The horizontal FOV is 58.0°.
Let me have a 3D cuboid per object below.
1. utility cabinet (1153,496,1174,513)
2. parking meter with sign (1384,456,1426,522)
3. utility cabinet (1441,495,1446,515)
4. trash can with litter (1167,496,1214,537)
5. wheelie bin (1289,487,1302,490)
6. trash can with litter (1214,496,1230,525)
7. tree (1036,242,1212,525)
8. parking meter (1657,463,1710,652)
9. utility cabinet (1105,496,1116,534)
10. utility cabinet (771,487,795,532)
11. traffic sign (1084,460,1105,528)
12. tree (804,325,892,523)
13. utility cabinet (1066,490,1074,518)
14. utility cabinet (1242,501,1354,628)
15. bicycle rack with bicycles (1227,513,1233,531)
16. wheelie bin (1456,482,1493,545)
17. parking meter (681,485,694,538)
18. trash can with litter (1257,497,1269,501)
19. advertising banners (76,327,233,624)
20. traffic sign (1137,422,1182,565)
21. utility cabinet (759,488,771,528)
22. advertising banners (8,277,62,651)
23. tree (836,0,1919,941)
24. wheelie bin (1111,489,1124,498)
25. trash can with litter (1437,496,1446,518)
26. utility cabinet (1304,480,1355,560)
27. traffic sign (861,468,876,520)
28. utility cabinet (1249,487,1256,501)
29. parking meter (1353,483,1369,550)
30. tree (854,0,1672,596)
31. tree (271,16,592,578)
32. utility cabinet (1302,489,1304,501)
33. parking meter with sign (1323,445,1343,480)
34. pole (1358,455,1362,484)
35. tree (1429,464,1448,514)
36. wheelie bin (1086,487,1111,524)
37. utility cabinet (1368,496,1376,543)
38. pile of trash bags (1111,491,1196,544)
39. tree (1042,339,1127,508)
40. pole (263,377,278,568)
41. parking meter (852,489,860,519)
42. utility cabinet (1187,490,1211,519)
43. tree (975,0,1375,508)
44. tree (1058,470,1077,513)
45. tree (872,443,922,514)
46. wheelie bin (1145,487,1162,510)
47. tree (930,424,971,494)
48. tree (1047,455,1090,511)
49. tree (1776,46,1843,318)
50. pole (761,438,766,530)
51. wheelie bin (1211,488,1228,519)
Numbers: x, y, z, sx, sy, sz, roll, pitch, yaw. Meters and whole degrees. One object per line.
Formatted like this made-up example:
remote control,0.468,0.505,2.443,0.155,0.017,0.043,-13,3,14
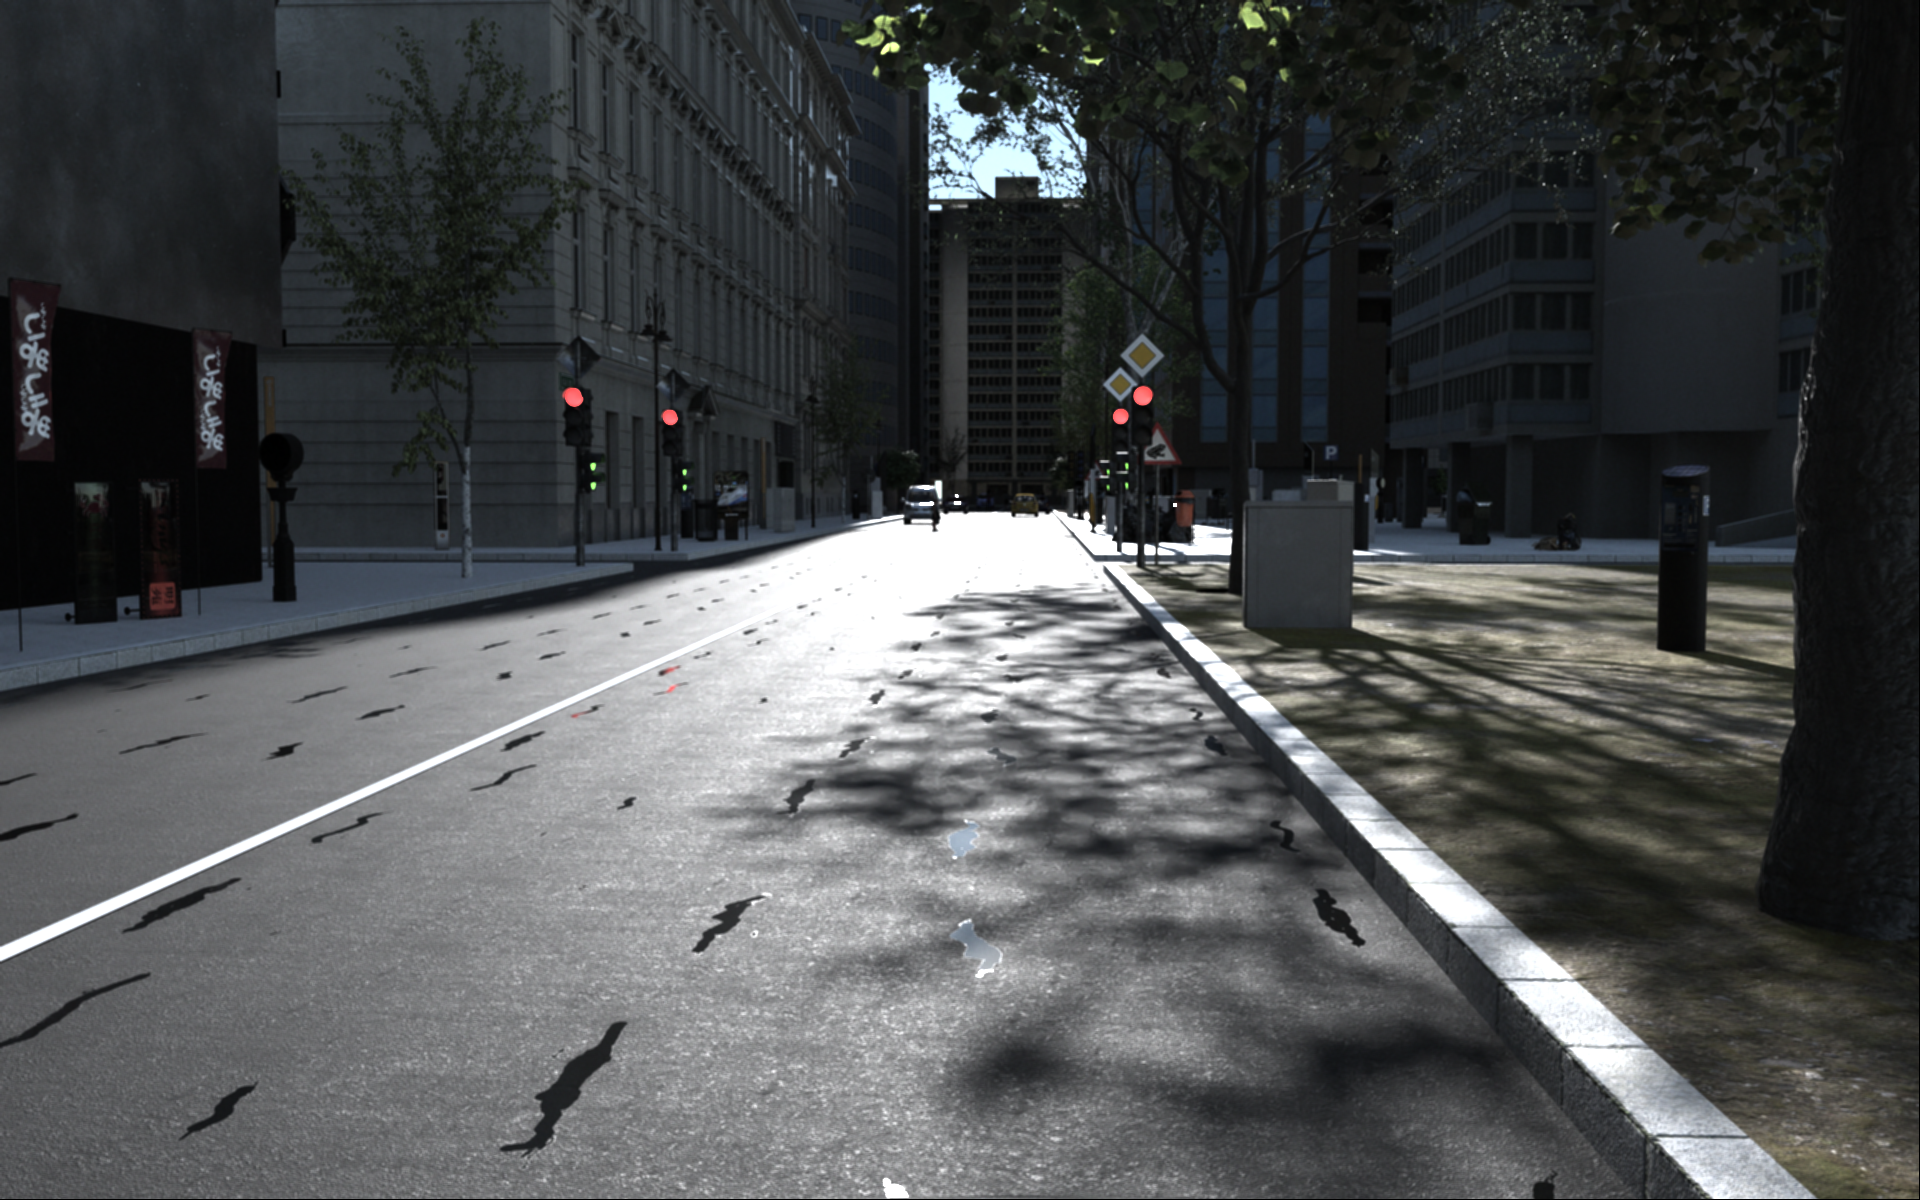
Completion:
utility cabinet,6.573,-2.646,54.422,1.020,1.237,0.306,1,4,9
parking meter with sign,20.332,-5.073,79.211,1.738,3.016,0.543,0,4,5
utility cabinet,29.849,-5.811,106.165,0.306,1.237,1.020,3,5,39
trash can with litter,6.370,-2.506,52.026,1.678,1.210,2.233,-1,4,-12
wheelie bin,14.650,-4.158,75.884,0.980,1.594,0.693,-2,4,-31
trash can with litter,10.113,-3.704,71.615,2.233,1.210,1.678,2,4,27
tree,6.679,-8.911,71.442,9.928,11.665,9.643,0,3,0
parking meter,5.935,-0.355,14.213,0.372,1.533,0.369,0,3,0
utility cabinet,4.835,-2.717,55.582,0.306,1.237,1.020,0,4,2
utility cabinet,-5.862,-3.013,57.948,0.318,1.500,1.173,1,4,16
traffic sign,5.157,-4.015,65.647,0.884,2.594,0.081,1,4,10
tree,-5.122,-7.708,76.385,4.737,8.622,4.395,0,3,0
utility cabinet,5.890,-5.145,92.796,0.318,1.500,1.173,0,4,-3
utility cabinet,3.250,-0.338,16.691,1.020,1.237,0.306,0,4,5
bicycle rack with bicycles,10.616,-2.806,59.259,2.925,0.926,2.852,-3,4,-38
wheelie bin,12.968,-2.195,43.798,0.980,1.594,0.693,-2,4,-31
parking meter,-7.946,-2.571,50.442,0.372,1.533,0.369,0,3,0
trash can with litter,13.041,-3.856,74.433,0.624,1.170,1.055,1,4,14
advertising banners,-8.269,-1.320,17.774,0.090,3.025,2.074,2,4,26
traffic sign,3.556,-1.913,31.274,0.884,2.594,0.081,0,4,5
utility cabinet,-6.908,-3.406,64.375,1.173,1.500,0.318,-3,5,-43
advertising banners,-7.809,-1.061,13.535,0.090,3.025,2.074,1,4,18
tree,2.908,-6.012,4.947,9.857,13.997,8.962,0,3,0
wheelie bin,6.978,-4.295,78.124,0.980,1.594,0.693,-3,5,-41
trash can with litter,27.033,-5.111,94.624,2.233,1.210,1.678,0,4,2
utility cabinet,5.912,-1.160,27.637,0.318,1.500,1.173,-1,4,-12
traffic sign,-4.501,-5.183,84.845,0.768,2.556,0.104,1,4,12
utility cabinet,9.039,-2.764,53.872,0.318,1.500,1.173,0,4,7
parking meter,9.148,-1.906,39.572,0.372,1.533,0.369,0,3,0
tree,3.503,-6.829,22.020,12.009,13.543,11.850,0,3,0
tree,-7.831,-4.651,26.405,4.737,8.622,4.395,0,3,0
utility cabinet,14.237,-3.699,69.164,1.173,1.500,0.318,3,4,36
parking meter with sign,13.530,-4.046,62.409,0.543,3.016,1.738,2,4,23
pole,20.608,-5.840,89.328,0.158,3.312,0.155,0,3,0
tree,30.802,-7.125,111.094,1.663,3.219,1.824,0,3,0
wheelie bin,5.926,-4.107,75.054,0.980,1.594,0.693,1,4,9
utility cabinet,10.563,-2.091,45.344,0.306,1.237,1.020,2,4,32
pile of trash bags,5.343,-2.191,45.582,1.912,1.369,3.447,-1,4,-17
tree,6.535,-8.002,81.197,4.737,8.622,4.395,0,3,0
pole,-12.014,-2.223,30.195,0.158,3.312,0.155,0,3,0
parking meter,-5.326,-4.915,88.769,0.372,1.533,0.369,0,3,0
utility cabinet,12.095,-4.825,87.570,1.173,1.500,0.318,2,4,27
tree,6.057,-11.734,47.740,12.611,20.169,13.585,0,3,0
tree,7.585,-7.477,116.852,1.663,3.219,1.824,0,3,0
tree,-4.057,-7.775,110.829,4.285,4.588,4.351,0,3,0
wheelie bin,8.358,-4.101,74.964,0.693,1.594,0.980,2,4,24
tree,-0.943,-14.160,181.871,4.360,8.622,3.978,0,3,0
tree,8.405,-9.151,133.335,4.285,4.588,4.351,0,3,0
tree,14.127,-4.568,25.048,4.737,8.622,4.395,0,3,0
pole,-7.111,-4.210,62.672,0.158,3.312,0.155,0,3,0
wheelie bin,13.370,-4.967,89.118,0.980,1.594,0.693,-2,4,-24
